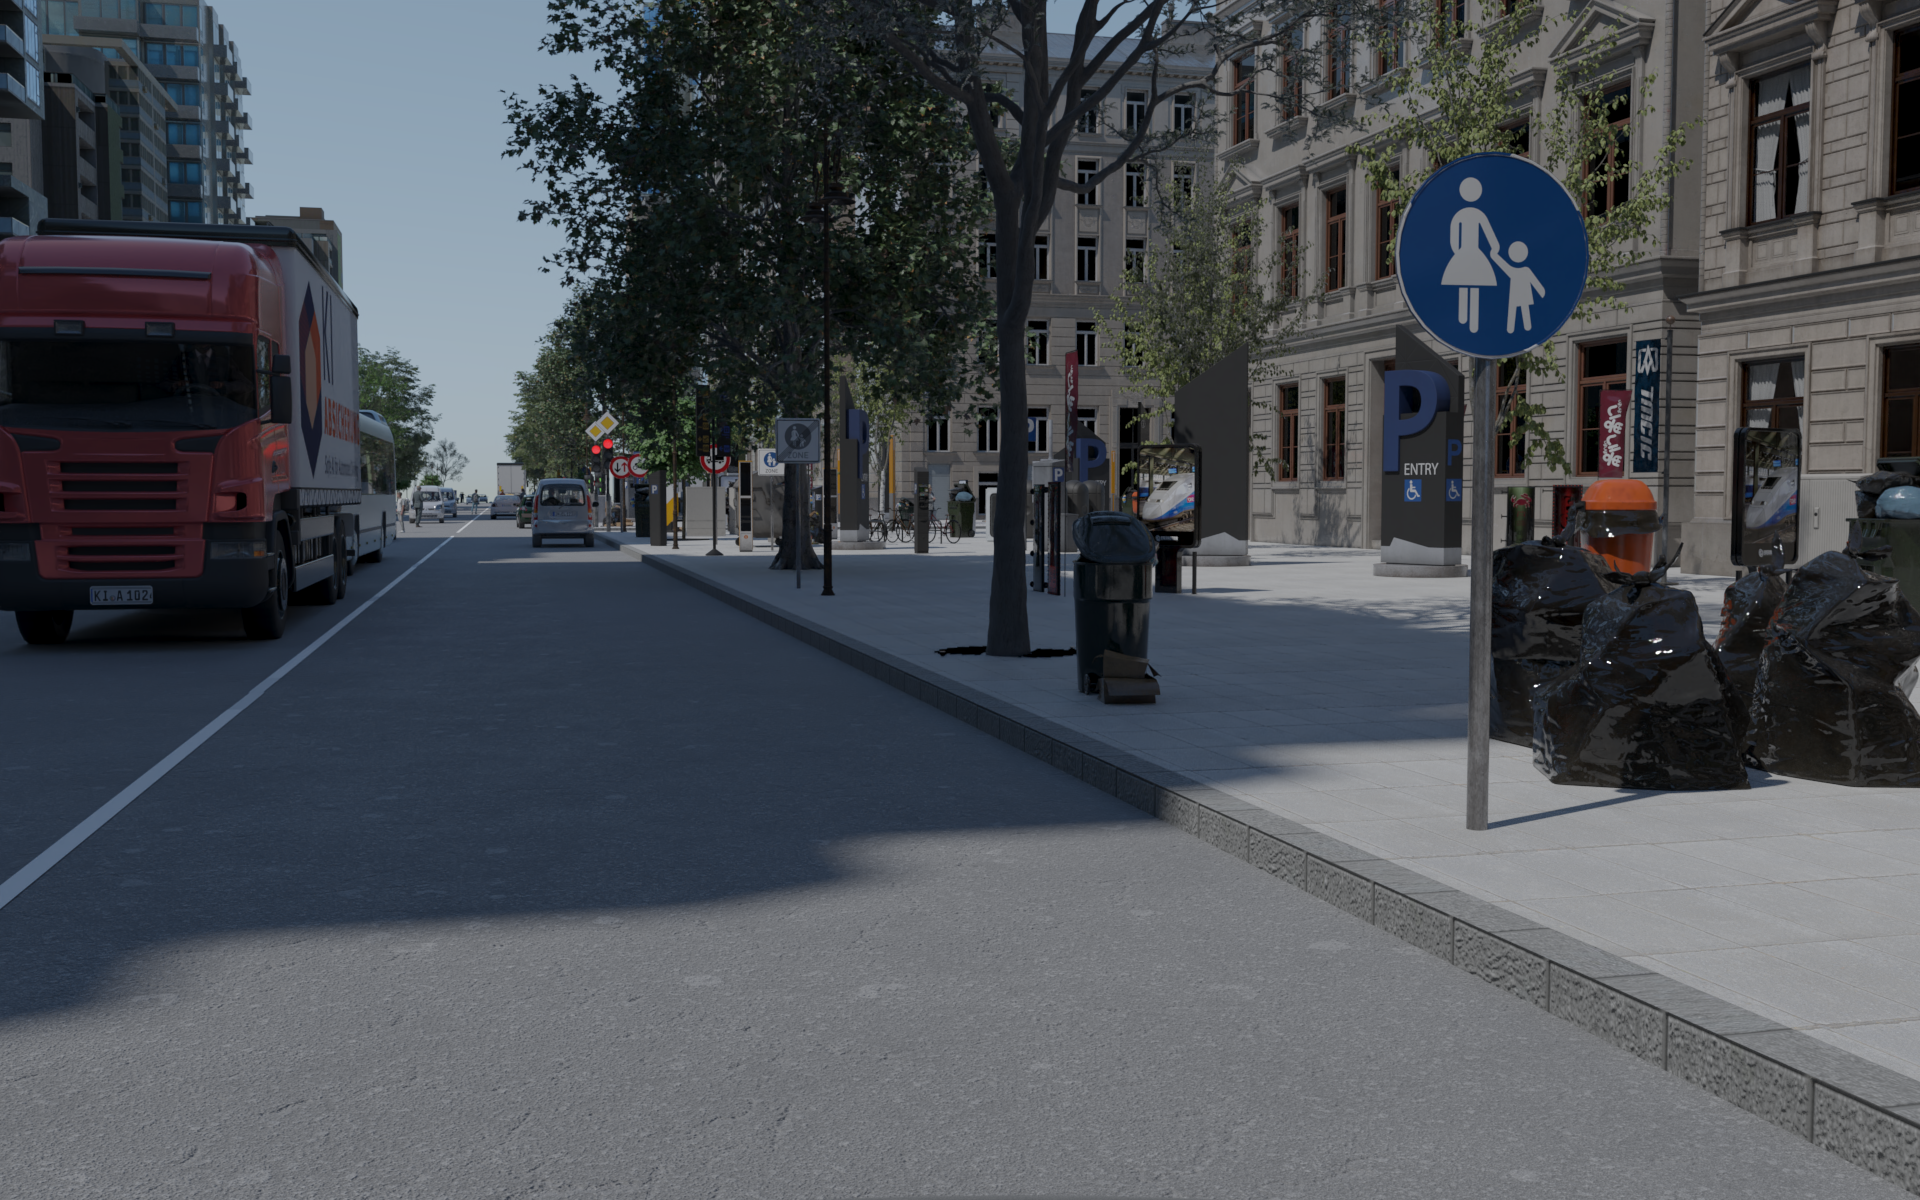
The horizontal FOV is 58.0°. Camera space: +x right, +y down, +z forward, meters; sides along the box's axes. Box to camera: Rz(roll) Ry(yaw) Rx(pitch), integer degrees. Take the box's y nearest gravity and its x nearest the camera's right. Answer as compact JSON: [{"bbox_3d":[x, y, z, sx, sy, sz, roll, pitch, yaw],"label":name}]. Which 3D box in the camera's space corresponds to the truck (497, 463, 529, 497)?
[{"bbox_3d":[-41.280,-10.446,159.697,2.839,4.237,11.283,-1,4,-13],"label":"truck"}]

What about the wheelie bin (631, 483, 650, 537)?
[{"bbox_3d":[-9.326,-2.670,51.555,0.980,1.594,0.693,0,4,-3],"label":"wheelie bin"}]

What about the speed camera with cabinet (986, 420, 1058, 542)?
[{"bbox_3d":[1.716,-3.177,46.285,2.038,3.252,0.660,2,4,26],"label":"speed camera with cabinet"}]

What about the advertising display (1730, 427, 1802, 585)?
[{"bbox_3d":[7.879,-0.717,16.935,0.974,1.923,0.123,-2,4,-33],"label":"advertising display"}]

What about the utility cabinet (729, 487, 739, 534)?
[{"bbox_3d":[-6.716,-2.809,54.610,1.173,1.500,0.318,-3,5,-43],"label":"utility cabinet"}]

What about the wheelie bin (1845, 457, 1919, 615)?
[{"bbox_3d":[8.064,-0.425,14.863,0.693,1.594,0.980,0,4,-4],"label":"wheelie bin"}]

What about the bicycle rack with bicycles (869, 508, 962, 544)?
[{"bbox_3d":[-1.702,-1.933,44.986,2.852,0.926,2.925,-2,4,-35],"label":"bicycle rack with bicycles"}]

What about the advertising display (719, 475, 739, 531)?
[{"bbox_3d":[-7.812,-3.323,59.541,0.974,1.923,0.123,-2,4,-29],"label":"advertising display"}]

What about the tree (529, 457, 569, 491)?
[{"bbox_3d":[-58.679,-17.947,243.789,4.737,8.622,4.395,0,3,0],"label":"tree"}]

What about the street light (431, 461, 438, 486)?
[{"bbox_3d":[-72.067,-16.137,236.632,0.468,5.910,1.993,-1,4,-15],"label":"street light"}]

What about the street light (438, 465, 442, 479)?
[{"bbox_3d":[-77.045,-17.290,255.472,0.468,5.910,1.993,-1,4,-15],"label":"street light"}]

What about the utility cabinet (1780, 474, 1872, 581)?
[{"bbox_3d":[9.397,-0.633,19.027,0.318,1.500,1.173,-2,4,-30],"label":"utility cabinet"}]

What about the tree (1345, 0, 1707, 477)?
[{"bbox_3d":[7.089,-4.425,22.712,4.737,8.622,4.395,0,3,0],"label":"tree"}]

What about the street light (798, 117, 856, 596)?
[{"bbox_3d":[-1.673,-2.995,21.759,0.468,5.910,1.993,-1,4,-15],"label":"street light"}]

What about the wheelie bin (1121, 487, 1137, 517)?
[{"bbox_3d":[7.814,-4.371,79.378,0.693,1.594,0.980,2,4,29],"label":"wheelie bin"}]

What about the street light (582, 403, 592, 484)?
[{"bbox_3d":[-17.688,-6.689,82.148,0.468,5.910,1.993,-1,4,-15],"label":"street light"}]

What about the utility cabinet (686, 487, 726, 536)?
[{"bbox_3d":[-7.696,-2.670,52.330,1.173,1.500,0.318,-1,4,-19],"label":"utility cabinet"}]

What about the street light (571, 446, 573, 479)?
[{"bbox_3d":[-22.610,-7.834,100.881,0.468,5.910,1.993,-1,4,-15],"label":"street light"}]

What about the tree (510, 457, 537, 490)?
[{"bbox_3d":[-69.525,-21.867,283.286,9.928,11.665,9.643,0,3,0],"label":"tree"}]

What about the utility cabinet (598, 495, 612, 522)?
[{"bbox_3d":[-16.313,-4.123,78.568,1.020,1.237,0.306,-3,5,-41],"label":"utility cabinet"}]

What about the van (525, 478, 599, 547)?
[{"bbox_3d":[-11.000,-2.503,47.941,2.013,2.044,4.112,-1,4,-13],"label":"van"}]

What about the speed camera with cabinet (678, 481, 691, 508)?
[{"bbox_3d":[-21.837,-8.640,135.594,0.660,3.252,2.038,0,4,6],"label":"speed camera with cabinet"}]

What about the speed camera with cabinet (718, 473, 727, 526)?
[{"bbox_3d":[-9.603,-4.600,69.553,0.660,3.252,2.038,-2,4,-26],"label":"speed camera with cabinet"}]

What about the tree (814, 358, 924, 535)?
[{"bbox_3d":[-2.450,-6.379,54.653,4.737,8.622,4.395,0,3,0],"label":"tree"}]

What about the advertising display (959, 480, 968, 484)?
[{"bbox_3d":[0.156,-4.442,77.843,0.123,1.923,0.974,-1,4,-19],"label":"advertising display"}]

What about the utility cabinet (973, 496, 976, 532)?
[{"bbox_3d":[0.287,-2.875,58.164,0.306,1.237,1.020,1,4,12],"label":"utility cabinet"}]

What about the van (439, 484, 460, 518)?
[{"bbox_3d":[-31.812,-6.086,106.524,2.013,2.044,4.112,-1,4,-16],"label":"van"}]

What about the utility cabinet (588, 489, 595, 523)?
[{"bbox_3d":[-16.484,-4.168,76.828,0.318,1.500,1.173,-2,4,-35],"label":"utility cabinet"}]

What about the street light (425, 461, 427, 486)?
[{"bbox_3d":[-67.242,-15.008,218.165,0.468,5.910,1.993,-1,4,-15],"label":"street light"}]

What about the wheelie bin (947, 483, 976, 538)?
[{"bbox_3d":[0.041,-2.634,50.970,0.693,1.594,0.980,-3,4,-38],"label":"wheelie bin"}]

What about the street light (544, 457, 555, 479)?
[{"bbox_3d":[-37.046,-11.215,156.149,0.468,5.910,1.993,-1,4,-15],"label":"street light"}]

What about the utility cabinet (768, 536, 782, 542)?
[{"bbox_3d":[-4.842,-2.280,45.953,0.318,1.500,1.173,0,4,6],"label":"utility cabinet"}]

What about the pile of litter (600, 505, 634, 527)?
[{"bbox_3d":[-13.424,-3.332,68.450,1.719,0.858,1.176,-2,4,-23],"label":"pile of litter"}]

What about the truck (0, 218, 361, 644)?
[{"bbox_3d":[-8.713,-1.909,20.121,2.839,4.237,11.283,-1,4,-15],"label":"truck"}]

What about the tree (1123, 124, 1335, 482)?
[{"bbox_3d":[5.062,-5.157,34.683,4.360,8.622,3.978,0,3,0],"label":"tree"}]

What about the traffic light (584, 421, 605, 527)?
[{"bbox_3d":[-14.015,-4.751,66.604,0.839,4.253,0.868,-1,4,-15],"label":"traffic light"}]

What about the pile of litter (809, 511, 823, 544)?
[{"bbox_3d":[-4.041,-1.866,44.476,1.176,0.858,1.719,2,4,25],"label":"pile of litter"}]

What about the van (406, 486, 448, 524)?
[{"bbox_3d":[-26.398,-4.815,85.736,2.013,2.044,4.112,-1,4,-16],"label":"van"}]

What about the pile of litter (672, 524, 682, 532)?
[{"bbox_3d":[-9.863,-2.748,58.888,1.176,0.858,1.719,-1,4,-20],"label":"pile of litter"}]

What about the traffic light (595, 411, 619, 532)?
[{"bbox_3d":[-11.990,-4.279,58.879,0.839,4.253,0.868,-1,4,-15],"label":"traffic light"}]

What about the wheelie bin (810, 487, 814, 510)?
[{"bbox_3d":[-6.431,-4.164,75.996,0.693,1.594,0.980,-1,4,-9],"label":"wheelie bin"}]

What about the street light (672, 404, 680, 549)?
[{"bbox_3d":[-6.628,-4.122,40.185,0.468,5.910,1.993,-1,4,-15],"label":"street light"}]

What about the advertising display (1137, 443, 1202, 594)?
[{"bbox_3d":[2.703,-1.053,22.425,0.974,1.923,0.123,3,5,45],"label":"advertising display"}]

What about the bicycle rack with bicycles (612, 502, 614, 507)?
[{"bbox_3d":[-22.507,-5.841,108.887,2.852,0.926,2.925,-1,4,-9],"label":"bicycle rack with bicycles"}]

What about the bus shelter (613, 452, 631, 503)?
[{"bbox_3d":[-19.262,-6.636,99.785,1.731,3.624,6.357,-1,4,-15],"label":"bus shelter"}]

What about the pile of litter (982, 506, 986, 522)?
[{"bbox_3d":[1.590,-4.034,79.924,1.176,0.858,1.719,0,4,4],"label":"pile of litter"}]

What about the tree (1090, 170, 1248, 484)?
[{"bbox_3d":[5.284,-5.470,39.797,4.737,8.622,4.395,0,3,0],"label":"tree"}]

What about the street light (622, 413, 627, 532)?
[{"bbox_3d":[-11.396,-5.252,58.660,0.468,5.910,1.993,-1,4,-15],"label":"street light"}]

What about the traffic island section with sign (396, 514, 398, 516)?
[{"bbox_3d":[-37.365,-6.333,112.165,1.989,1.847,2.006,-1,4,-15],"label":"traffic island section with sign"}]
